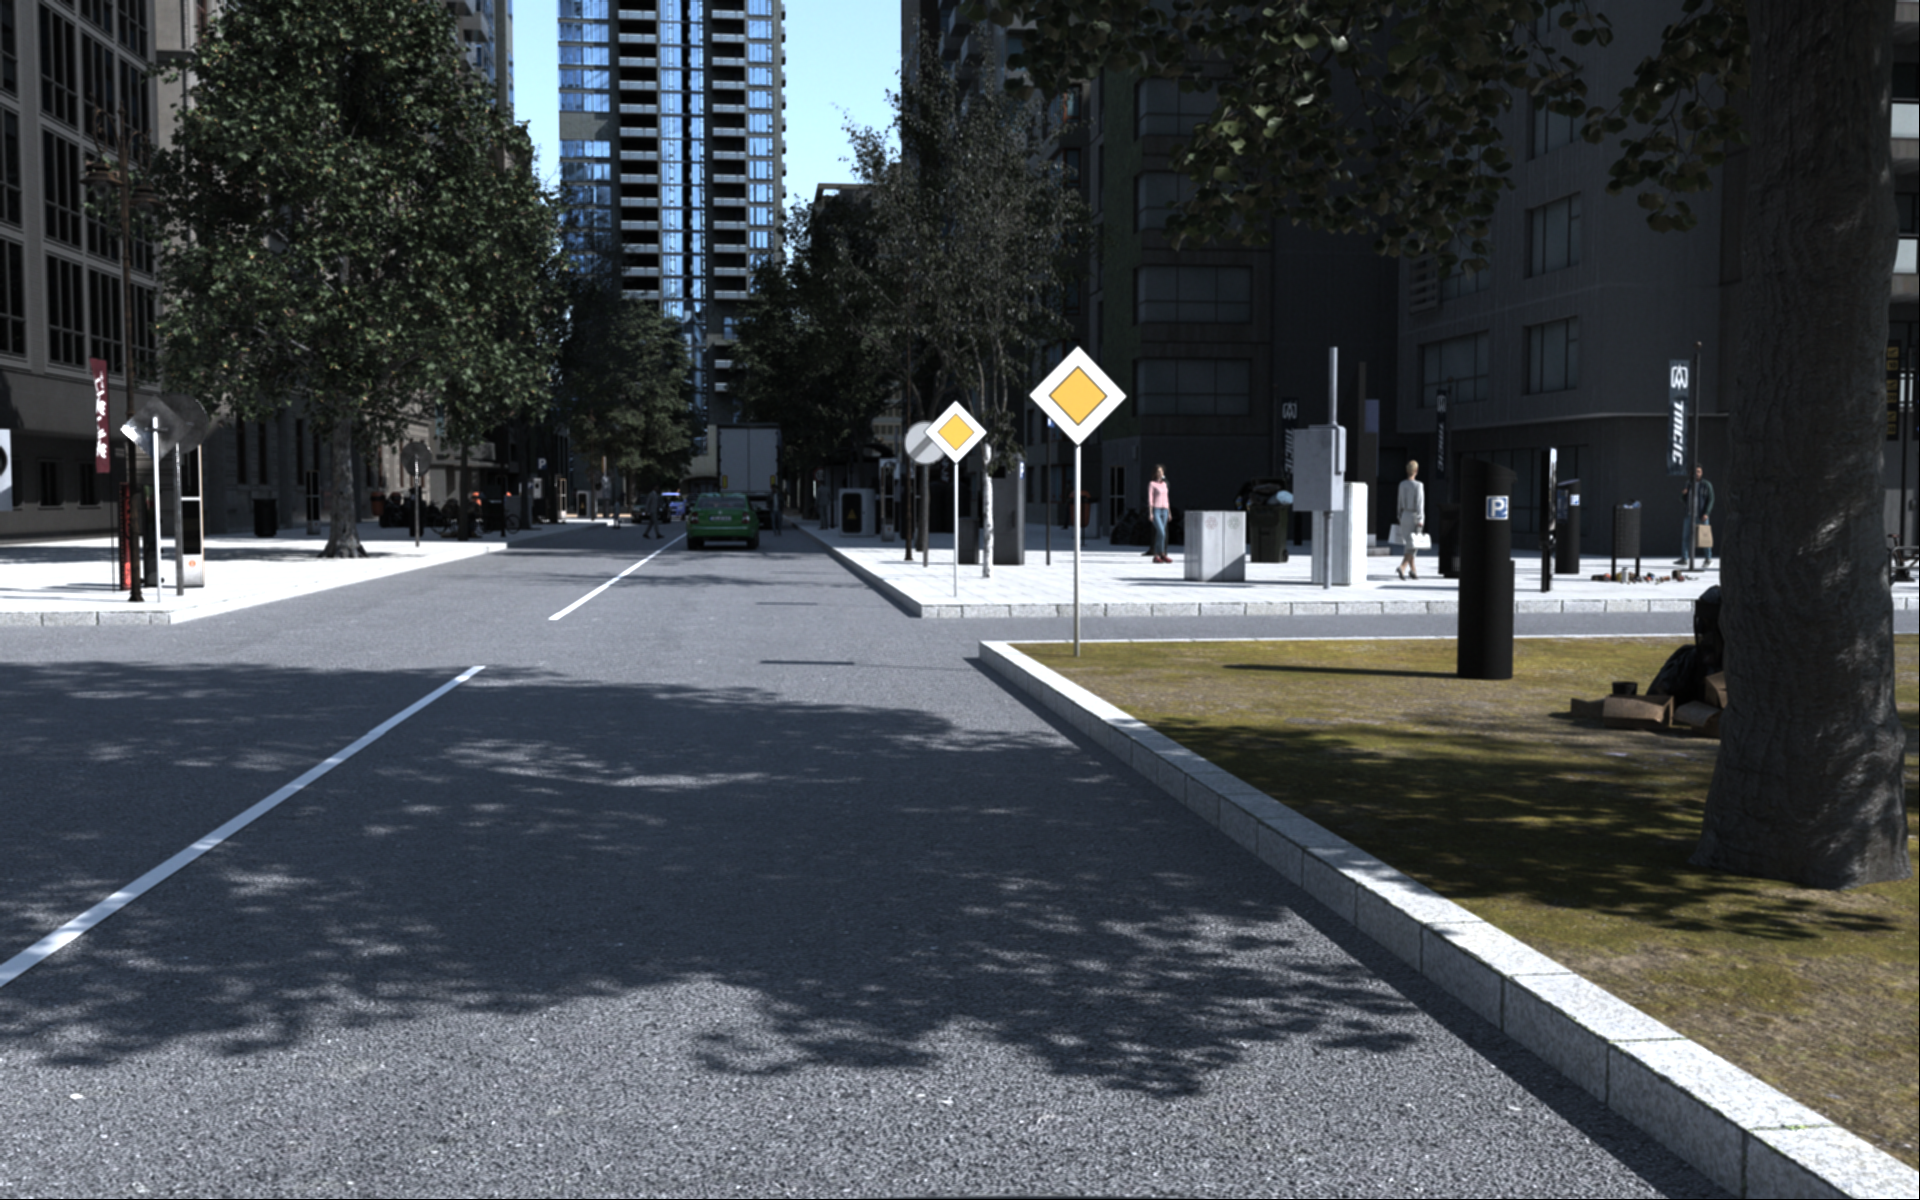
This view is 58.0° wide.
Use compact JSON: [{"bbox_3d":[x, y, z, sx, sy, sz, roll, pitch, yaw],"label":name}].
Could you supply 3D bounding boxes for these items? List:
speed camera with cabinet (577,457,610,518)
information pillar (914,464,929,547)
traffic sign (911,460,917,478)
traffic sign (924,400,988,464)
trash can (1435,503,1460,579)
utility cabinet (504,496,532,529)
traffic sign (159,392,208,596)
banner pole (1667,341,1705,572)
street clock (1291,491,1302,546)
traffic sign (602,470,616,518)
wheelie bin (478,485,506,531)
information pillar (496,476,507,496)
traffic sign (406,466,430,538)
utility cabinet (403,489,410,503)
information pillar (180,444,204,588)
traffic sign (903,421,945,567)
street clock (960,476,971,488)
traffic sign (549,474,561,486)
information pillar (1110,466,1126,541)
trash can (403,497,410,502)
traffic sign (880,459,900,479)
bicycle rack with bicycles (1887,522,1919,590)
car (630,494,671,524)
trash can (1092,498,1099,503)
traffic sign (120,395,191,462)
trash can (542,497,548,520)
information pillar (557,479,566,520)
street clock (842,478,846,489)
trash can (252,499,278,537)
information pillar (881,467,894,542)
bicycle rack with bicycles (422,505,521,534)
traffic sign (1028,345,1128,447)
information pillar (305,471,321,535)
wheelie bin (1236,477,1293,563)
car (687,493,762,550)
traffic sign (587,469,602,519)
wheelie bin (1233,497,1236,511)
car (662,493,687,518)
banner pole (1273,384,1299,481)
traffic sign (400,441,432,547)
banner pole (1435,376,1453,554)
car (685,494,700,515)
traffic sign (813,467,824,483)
[{"bbox_3d":[-19.376,-5.945,91.528,2.038,3.252,0.660,3,4,37],"label":"speed camera with cabinet"},{"bbox_3d":[-0.935,-2.301,42.120,0.304,2.012,0.304,1,4,11],"label":"information pillar"},{"bbox_3d":[-1.142,-2.718,46.564,0.606,2.300,0.079,0,3,0],"label":"traffic sign"},{"bbox_3d":[-0.030,-1.182,21.509,0.795,2.593,0.064,0,4,-7],"label":"traffic sign"},{"bbox_3d":[7.617,-0.903,26.411,0.748,1.137,0.748,0,3,0],"label":"trash can"},{"bbox_3d":[-16.206,-3.193,63.373,1.020,1.237,0.306,0,4,4],"label":"utility cabinet"},{"bbox_3d":[-9.834,-1.324,21.761,0.768,2.556,0.104,0,4,-6],"label":"traffic sign"},{"bbox_3d":[11.873,-2.347,28.383,0.863,3.779,0.401,-2,4,-26],"label":"banner pole"},{"bbox_3d":[8.440,-2.363,43.201,0.358,2.002,0.471,1,4,17],"label":"street clock"},{"bbox_3d":[-18.908,-5.694,93.206,0.768,2.556,0.104,0,4,-6],"label":"traffic sign"},{"bbox_3d":[-16.335,-3.209,60.373,0.980,1.594,0.693,-3,5,-40],"label":"wheelie bin"},{"bbox_3d":[-18.511,-4.003,69.945,0.304,2.012,0.304,2,4,29],"label":"information pillar"},{"bbox_3d":[-15.938,-3.105,50.868,0.768,2.556,0.104,0,4,1],"label":"traffic sign"},{"bbox_3d":[-25.906,-4.467,81.716,0.318,1.500,1.173,0,4,0],"label":"utility cabinet"},{"bbox_3d":[-10.544,-1.174,23.679,0.304,2.012,0.304,-2,4,-34],"label":"information pillar"},{"bbox_3d":[-0.605,-1.850,30.347,0.768,2.556,0.104,0,4,0],"label":"traffic sign"},{"bbox_3d":[0.221,-4.033,70.505,0.358,2.002,0.471,-2,4,-28],"label":"street clock"},{"bbox_3d":[-20.785,-5.316,89.038,0.606,2.300,0.079,0,4,-4],"label":"traffic sign"},{"bbox_3d":[4.112,-2.491,45.216,0.304,2.012,0.304,-2,4,-26],"label":"information pillar"},{"bbox_3d":[-23.167,-3.765,73.209,0.748,1.137,0.748,0,3,0],"label":"trash can"},{"bbox_3d":[-2.018,-2.917,49.818,0.606,2.300,0.079,0,4,0],"label":"traffic sign"},{"bbox_3d":[12.116,-0.601,23.209,2.925,0.926,2.852,-1,4,-20],"label":"bicycle rack with bicycles"},{"bbox_3d":[-15.164,-4.606,85.097,2.009,1.686,4.222,0,4,-6],"label":"car"},{"bbox_3d":[5.060,-3.420,67.567,0.748,1.137,0.748,0,3,0],"label":"trash can"},{"bbox_3d":[-9.456,-1.112,20.379,0.795,2.593,0.064,0,4,-7],"label":"traffic sign"},{"bbox_3d":[-20.489,-4.466,84.677,0.748,1.137,0.748,0,3,0],"label":"trash can"},{"bbox_3d":[-19.632,-4.948,85.384,0.304,2.012,0.304,3,5,42],"label":"information pillar"},{"bbox_3d":[-4.796,-4.277,74.506,0.471,2.002,0.358,1,4,14],"label":"street clock"},{"bbox_3d":[-20.707,-2.444,51.608,0.748,1.137,0.748,0,3,0],"label":"trash can"},{"bbox_3d":[-1.951,-2.583,46.729,0.304,2.012,0.304,-1,4,-18],"label":"information pillar"},{"bbox_3d":[-15.995,-2.587,55.687,2.925,0.926,2.852,2,4,28],"label":"bicycle rack with bicycles"},{"bbox_3d":[0.941,-0.697,13.583,0.795,2.593,0.064,0,4,-7],"label":"traffic sign"},{"bbox_3d":[-20.346,-3.056,54.463,0.304,2.012,0.304,3,4,37],"label":"information pillar"},{"bbox_3d":[5.794,-1.497,32.391,0.980,1.594,0.693,2,4,26],"label":"wheelie bin"},{"bbox_3d":[-6.270,-2.282,46.103,1.959,1.807,4.718,0,4,-5],"label":"car"},{"bbox_3d":[-18.799,-5.445,89.134,0.768,2.556,0.104,0,4,-6],"label":"traffic sign"},{"bbox_3d":[7.515,-2.249,44.685,0.693,1.594,0.980,3,5,40],"label":"wheelie bin"},{"bbox_3d":[-17.048,-5.661,102.144,1.945,1.707,3.694,-1,4,-8],"label":"car"},{"bbox_3d":[7.357,-3.021,39.412,0.863,3.779,0.401,-1,4,-23],"label":"banner pole"},{"bbox_3d":[-13.159,-2.558,41.932,0.768,2.556,0.104,0,4,0],"label":"traffic sign"},{"bbox_3d":[10.262,-2.857,36.726,0.401,3.779,0.863,3,5,41],"label":"banner pole"},{"bbox_3d":[-18.483,-6.833,121.508,2.009,1.686,4.222,0,4,-6],"label":"car"},{"bbox_3d":[-6.504,-4.955,81.120,0.768,2.556,0.104,0,4,-3],"label":"traffic sign"}]
